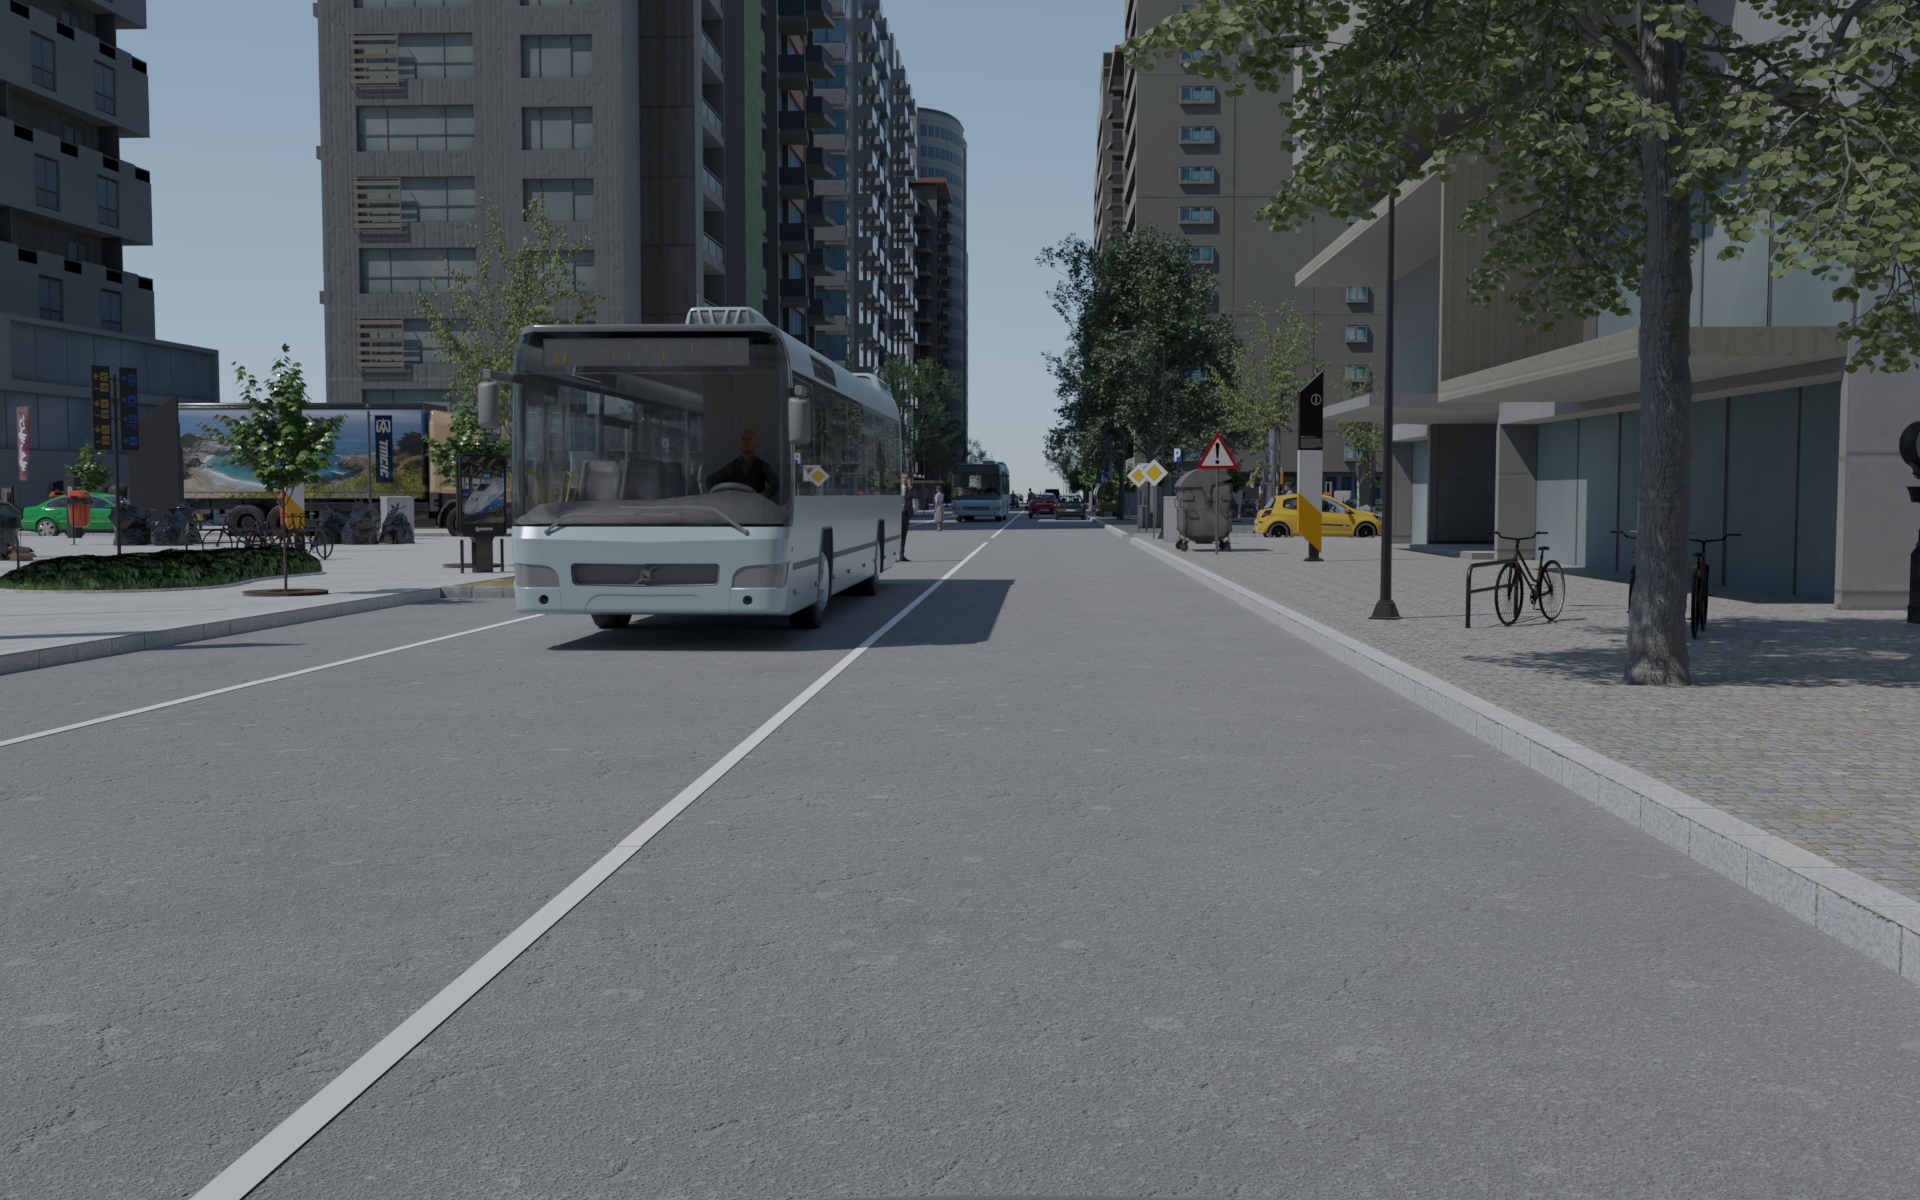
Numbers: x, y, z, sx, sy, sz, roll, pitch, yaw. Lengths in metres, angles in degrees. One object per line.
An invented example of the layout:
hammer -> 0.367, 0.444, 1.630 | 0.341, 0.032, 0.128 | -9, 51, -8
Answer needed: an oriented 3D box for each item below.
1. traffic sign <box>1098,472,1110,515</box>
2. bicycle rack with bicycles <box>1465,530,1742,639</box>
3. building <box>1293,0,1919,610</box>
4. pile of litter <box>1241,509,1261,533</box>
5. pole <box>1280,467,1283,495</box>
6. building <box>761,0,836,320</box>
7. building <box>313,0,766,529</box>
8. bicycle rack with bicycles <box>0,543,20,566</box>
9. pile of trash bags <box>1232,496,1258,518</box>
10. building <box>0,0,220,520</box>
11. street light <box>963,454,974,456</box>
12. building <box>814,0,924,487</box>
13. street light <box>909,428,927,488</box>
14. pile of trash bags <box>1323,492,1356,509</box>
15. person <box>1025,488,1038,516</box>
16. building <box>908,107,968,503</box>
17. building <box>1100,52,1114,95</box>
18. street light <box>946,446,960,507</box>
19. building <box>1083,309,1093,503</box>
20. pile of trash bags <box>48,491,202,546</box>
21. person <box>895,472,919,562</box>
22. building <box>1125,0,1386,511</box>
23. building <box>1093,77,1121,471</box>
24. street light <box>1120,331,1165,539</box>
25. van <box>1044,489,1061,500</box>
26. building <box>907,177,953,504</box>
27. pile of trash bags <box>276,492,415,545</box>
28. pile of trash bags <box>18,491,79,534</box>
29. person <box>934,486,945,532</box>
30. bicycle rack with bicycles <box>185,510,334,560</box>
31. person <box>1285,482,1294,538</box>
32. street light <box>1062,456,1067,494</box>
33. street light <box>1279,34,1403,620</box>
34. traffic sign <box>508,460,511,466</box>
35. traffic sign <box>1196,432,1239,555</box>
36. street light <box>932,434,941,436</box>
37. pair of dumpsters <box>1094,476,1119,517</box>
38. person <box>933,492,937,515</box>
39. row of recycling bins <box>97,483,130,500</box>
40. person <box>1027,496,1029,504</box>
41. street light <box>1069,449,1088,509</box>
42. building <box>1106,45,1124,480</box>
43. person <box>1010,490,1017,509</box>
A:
traffic sign -> 8.334, -6.120, 100.164 | 0.768, 2.556, 0.104 | 0, 4, 8
bicycle rack with bicycles -> 6.269, -0.214, 16.879 | 2.852, 0.926, 2.925 | 2, 4, 33
building -> 21.450, -27.000, 30.685 | 28.713, 52.752, 27.495 | 0, 4, 3
pile of litter -> 10.151, -2.638, 57.100 | 1.719, 0.858, 1.176 | 3, 5, 39
pole -> 24.292, -8.374, 130.764 | 0.158, 3.312, 0.155 | 0, 3, 0
building -> -19.046, -27.219, 99.660 | 22.147, 44.769, 28.867 | 0, 4, 3
building -> -15.754, -23.516, 68.087 | 14.154, 41.232, 14.086 | 0, 4, 3
bicycle rack with bicycles -> -17.407, -0.958, 29.039 | 2.852, 0.926, 2.925 | 2, 4, 31
pile of trash bags -> 14.384, -5.117, 93.418 | 3.447, 1.369, 1.912 | 1, 4, 10
building -> -52.331, -29.671, 74.354 | 27.495, 52.752, 28.713 | 0, 4, 3
street light -> 0.863, -13.846, 198.917 | 1.470, 5.913, 1.316 | 0, 4, 3
building -> -16.084, -34.239, 179.420 | 23.786, 49.044, 30.456 | 0, 4, 3
street light -> -2.980, -9.091, 121.183 | 1.470, 5.913, 1.316 | 0, 4, 3
pile of trash bags -> 19.581, -4.954, 90.743 | 1.912, 1.369, 3.447 | 0, 4, -4
person -> 4.680, -6.418, 113.399 | 0.822, 1.834, 0.622 | 3, 4, 38
building -> -10.065, -44.035, 261.977 | 21.231, 58.520, 28.212 | 0, 4, 3
building -> 30.759, -51.461, 279.635 | 20.563, 71.187, 20.611 | 0, 4, 3
street light -> -0.723, -11.870, 166.612 | 1.470, 5.913, 1.316 | 0, 4, 3
building -> 25.730, -30.076, 263.447 | 14.160, 30.474, 14.107 | 0, 4, 3
pile of trash bags -> -20.875, -2.073, 43.641 | 3.447, 1.369, 1.912 | 0, 4, 6
person -> -1.191, -1.758, 36.608 | 0.648, 1.900, 0.474 | -2, 4, -32
building -> 24.568, -31.699, 141.982 | 21.300, 48.544, 21.600 | 0, 4, 3
building -> 26.175, -34.836, 193.270 | 21.300, 48.544, 21.600 | 0, 4, 3
street light -> 5.262, -4.700, 49.382 | 1.470, 5.913, 1.316 | 0, 4, 3
van -> 10.672, -12.085, 201.969 | 2.240, 2.365, 5.245 | 0, 4, 1
building -> -12.324, -35.435, 233.986 | 22.147, 44.769, 28.867 | 0, 4, 3
pile of trash bags -> -15.714, -2.092, 43.951 | 1.912, 1.369, 3.447 | 2, 4, 35
pile of trash bags -> -33.019, -3.102, 60.473 | 3.447, 1.369, 1.912 | -3, 5, -44
person -> -0.856, -3.505, 66.380 | 0.524, 1.755, 0.480 | 2, 4, 35
bicycle rack with bicycles -> -13.323, -1.220, 33.334 | 2.852, 0.926, 2.925 | 2, 4, 32
person -> 10.306, -2.809, 54.602 | 0.466, 1.800, 0.511 | 1, 4, 11
street light -> 11.473, -12.518, 177.208 | 1.470, 5.913, 1.316 | 0, 4, 3
street light -> 3.831, -2.759, 17.647 | 1.470, 5.913, 1.316 | 0, 4, 3
traffic sign -> -8.082, -1.982, 32.407 | 0.884, 2.594, 0.081 | 1, 4, 9
traffic sign -> 5.420, -2.232, 36.491 | 0.884, 2.594, 0.081 | 1, 4, 11
street light -> -2.217, -9.932, 134.922 | 1.470, 5.913, 1.316 | 0, 4, 3
pair of dumpsters -> 8.332, -5.781, 97.019 | 1.574, 2.255, 4.437 | 0, 4, 3
person -> -1.712, -6.715, 120.102 | 0.330, 1.601, 0.589 | 2, 4, 25
row of recycling bins -> -31.209, -3.559, 65.301 | 3.534, 1.692, 1.069 | 1, 4, 14
person -> 9.656, -14.343, 244.473 | 0.415, 1.643, 0.593 | 0, 4, 4
street light -> 10.032, -10.544, 144.928 | 1.470, 5.913, 1.316 | 0, 4, 3
building -> 25.457, -31.412, 168.203 | 22.147, 44.769, 28.867 | 0, 4, 3
person -> 5.167, -9.850, 169.556 | 1.348, 1.824, 0.705 | -3, 5, -43
